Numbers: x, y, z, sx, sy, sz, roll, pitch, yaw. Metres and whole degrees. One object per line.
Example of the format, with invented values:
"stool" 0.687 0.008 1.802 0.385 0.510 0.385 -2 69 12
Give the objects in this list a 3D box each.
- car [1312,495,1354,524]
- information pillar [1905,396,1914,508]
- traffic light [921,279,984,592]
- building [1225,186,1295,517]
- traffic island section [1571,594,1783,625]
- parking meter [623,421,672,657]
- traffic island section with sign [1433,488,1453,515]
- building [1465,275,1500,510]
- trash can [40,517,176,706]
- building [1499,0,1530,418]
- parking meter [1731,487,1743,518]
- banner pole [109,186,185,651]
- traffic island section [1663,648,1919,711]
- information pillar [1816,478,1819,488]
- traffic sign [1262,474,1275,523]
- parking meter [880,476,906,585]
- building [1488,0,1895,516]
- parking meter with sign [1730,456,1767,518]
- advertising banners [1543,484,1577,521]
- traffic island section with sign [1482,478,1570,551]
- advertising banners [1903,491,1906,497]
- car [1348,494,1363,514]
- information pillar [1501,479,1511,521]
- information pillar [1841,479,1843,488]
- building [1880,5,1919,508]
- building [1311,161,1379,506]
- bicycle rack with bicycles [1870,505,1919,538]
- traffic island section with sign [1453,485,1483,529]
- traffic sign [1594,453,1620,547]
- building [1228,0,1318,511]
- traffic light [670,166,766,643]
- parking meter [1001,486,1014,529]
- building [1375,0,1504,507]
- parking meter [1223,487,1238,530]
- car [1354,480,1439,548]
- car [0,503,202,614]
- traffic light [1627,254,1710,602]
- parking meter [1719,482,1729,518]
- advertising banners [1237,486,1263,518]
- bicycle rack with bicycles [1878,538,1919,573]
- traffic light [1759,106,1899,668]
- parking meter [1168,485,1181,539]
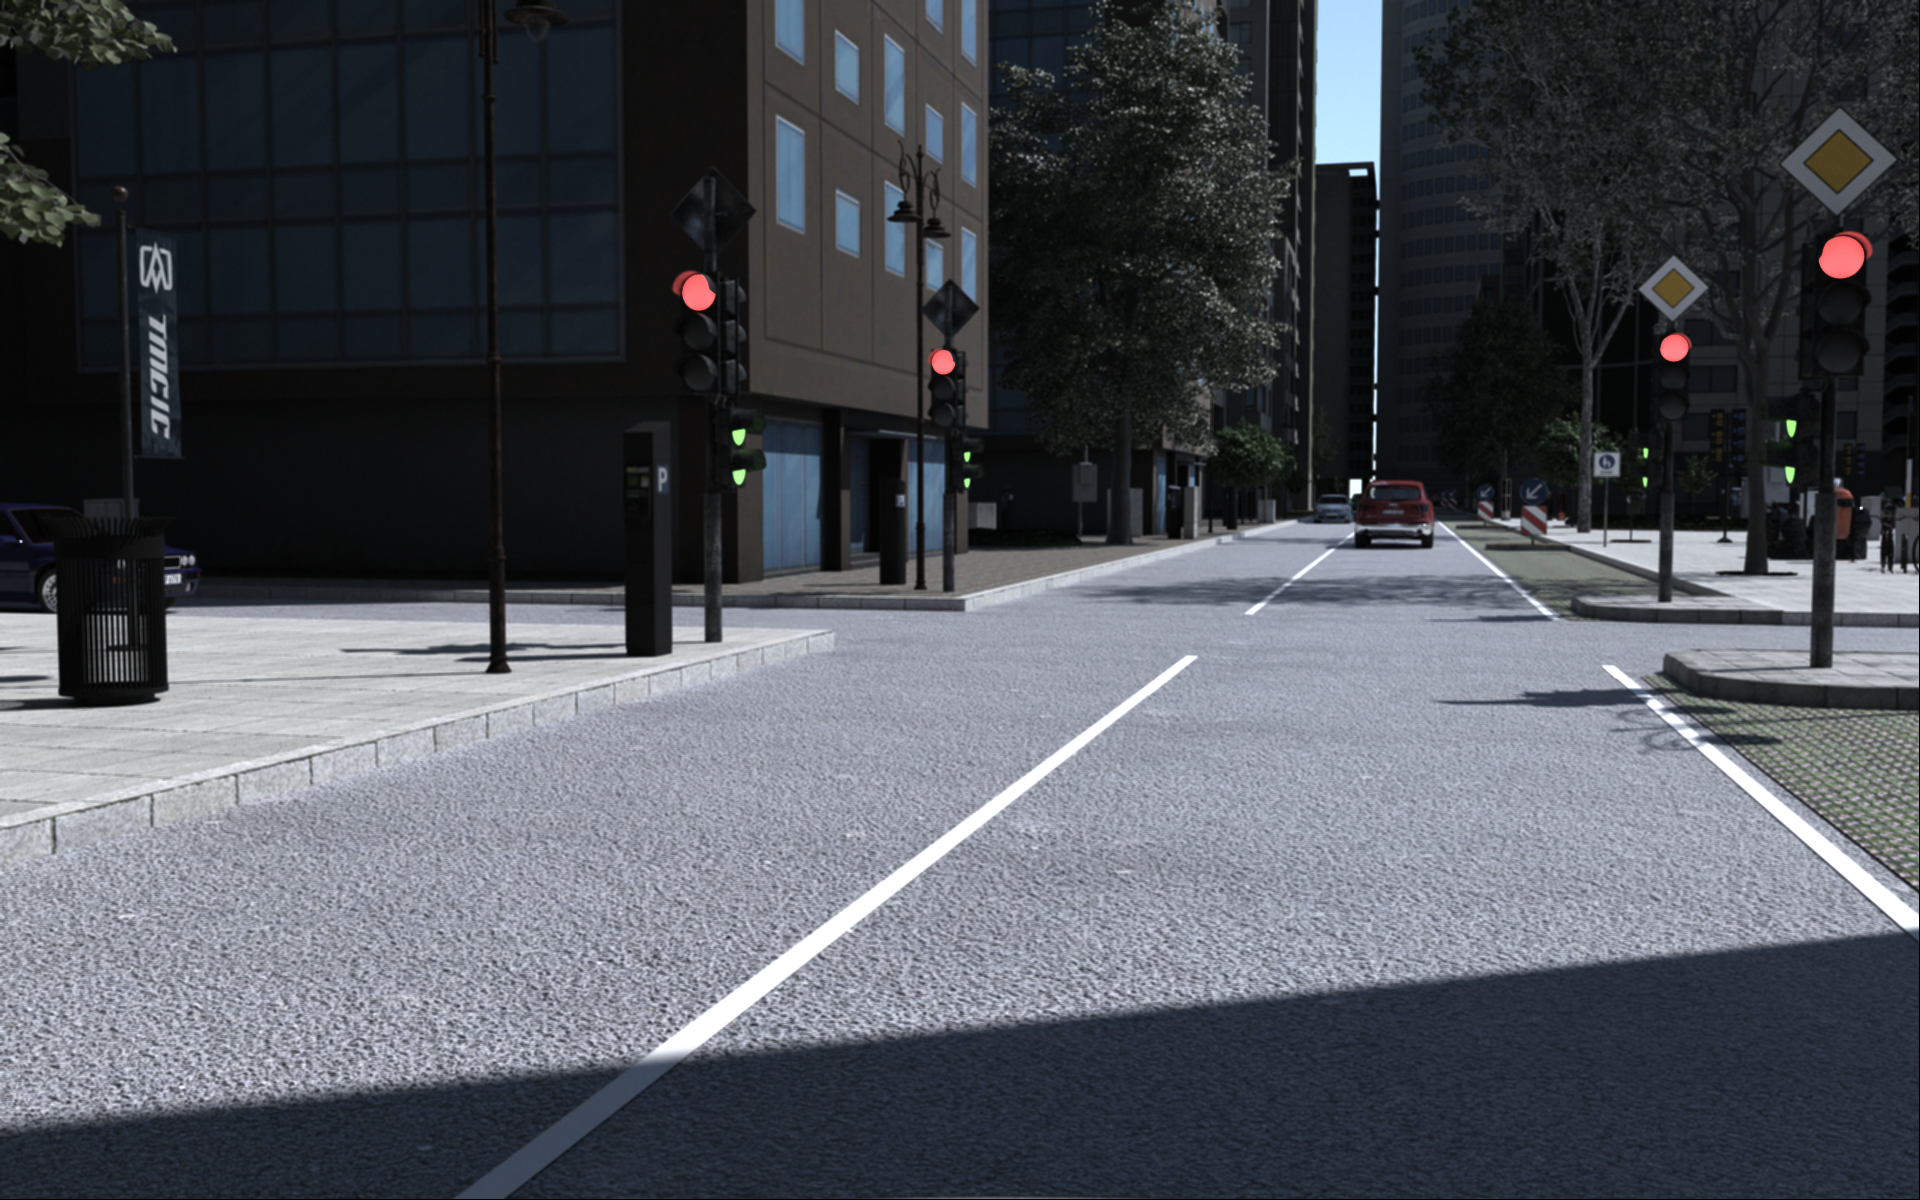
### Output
"car" 18.466 -4.507 85.685 2.014 1.417 4.499 1 4 14
"information pillar" 22.712 -3.064 41.454 0.183 3.616 0.504 2 4 25
"traffic light" -0.132 -2.062 22.627 0.839 4.253 0.868 1 4 14
"building" 7.080 -16.473 114.377 27.650 21.520 28.899 1 4 14
"traffic island section" 8.394 0.104 20.573 2.009 0.180 2.903 1 4 14
"parking meter" -2.480 -0.492 13.756 0.255 1.863 0.399 1 4 15
"traffic island section with sign" 33.904 -6.792 119.672 1.989 1.847 2.006 1 4 14
"building" 58.035 -18.496 147.445 27.650 21.520 28.899 1 4 14
"trash can" -5.221 0.061 10.660 0.748 1.137 0.748 0 3 0
"building" 47.072 -27.150 127.505 14.154 41.232 14.086 1 4 14
"parking meter" 28.696 -3.400 64.001 0.372 1.533 0.369 0 3 0
"banner pole" -6.766 -1.492 14.412 0.401 3.779 0.863 1 4 17
"traffic island section" 6.405 0.578 12.839 2.009 0.180 2.903 1 4 14
"information pillar" 38.792 -4.502 78.094 0.304 2.012 0.304 0 4 1
"traffic sign" 13.315 -4.610 75.474 0.768 2.556 0.104 1 4 19
"parking meter" -0.955 -0.990 24.590 0.372 1.533 0.369 0 3 0
"building" 44.851 -40.999 108.588 20.563 71.187 20.611 1 4 14
"parking meter with sign" 36.142 -5.069 79.147 1.738 3.016 0.543 0 4 6
"advertising banners" 29.174 -5.372 84.025 2.074 3.025 0.090 -1 4 -20
"traffic island section with sign" 14.540 -2.188 44.396 1.989 1.847 2.006 1 4 14
"advertising banners" 42.950 -5.041 78.610 0.090 3.025 2.074 2 4 33
"car" 29.674 -7.282 127.854 1.959 1.807 4.718 1 4 13
"information pillar" 26.367 -4.839 83.616 0.304 2.012 0.304 -2 4 -29
"information pillar" 43.653 -4.995 86.152 0.304 2.012 0.304 -1 4 -21
"building" 83.275 -30.467 148.251 14.200 45.320 14.600 1 4 14
"building" 34.702 -30.763 194.854 23.993 40.220 32.217 1 4 14
"bicycle rack with bicycles" 28.994 -2.567 55.359 2.925 0.926 2.852 -3 5 -44
"traffic island section with sign" 21.341 -3.804 70.830 1.989 1.847 2.006 1 4 14
"traffic sign" 15.641 -2.435 41.934 0.606 2.300 0.079 1 4 20
"building" 19.693 -27.469 132.718 14.154 41.232 14.086 1 4 14
"traffic light" -2.121 -1.589 14.893 0.839 4.253 0.868 1 4 14
"parking meter" 1.453 -2.728 53.015 0.372 1.533 0.369 0 3 0
"building" 58.505 -39.148 182.063 28.212 58.520 21.231 1 4 14
"parking meter" 9.813 -3.305 62.450 0.372 1.533 0.369 0 3 0
"car" 11.931 -2.370 47.421 2.281 1.827 5.304 1 4 16
"car" -11.224 -0.501 20.774 3.894 1.354 1.945 1 4 13
"traffic light" 8.358 -1.930 20.468 0.839 4.253 0.868 1 4 14
"parking meter" 35.971 -4.640 81.568 0.399 1.863 0.255 2 4 35
"advertising banners" 15.783 -5.974 93.866 0.090 3.025 2.074 -2 4 -35
"bicycle rack with bicycles" 16.303 -0.914 28.325 2.852 0.926 2.925 2 4 28
"traffic light" 6.369 -1.456 12.734 0.839 4.253 0.868 1 4 14
"parking meter" 6.126 -2.510 49.448 0.372 1.533 0.369 0 3 0
